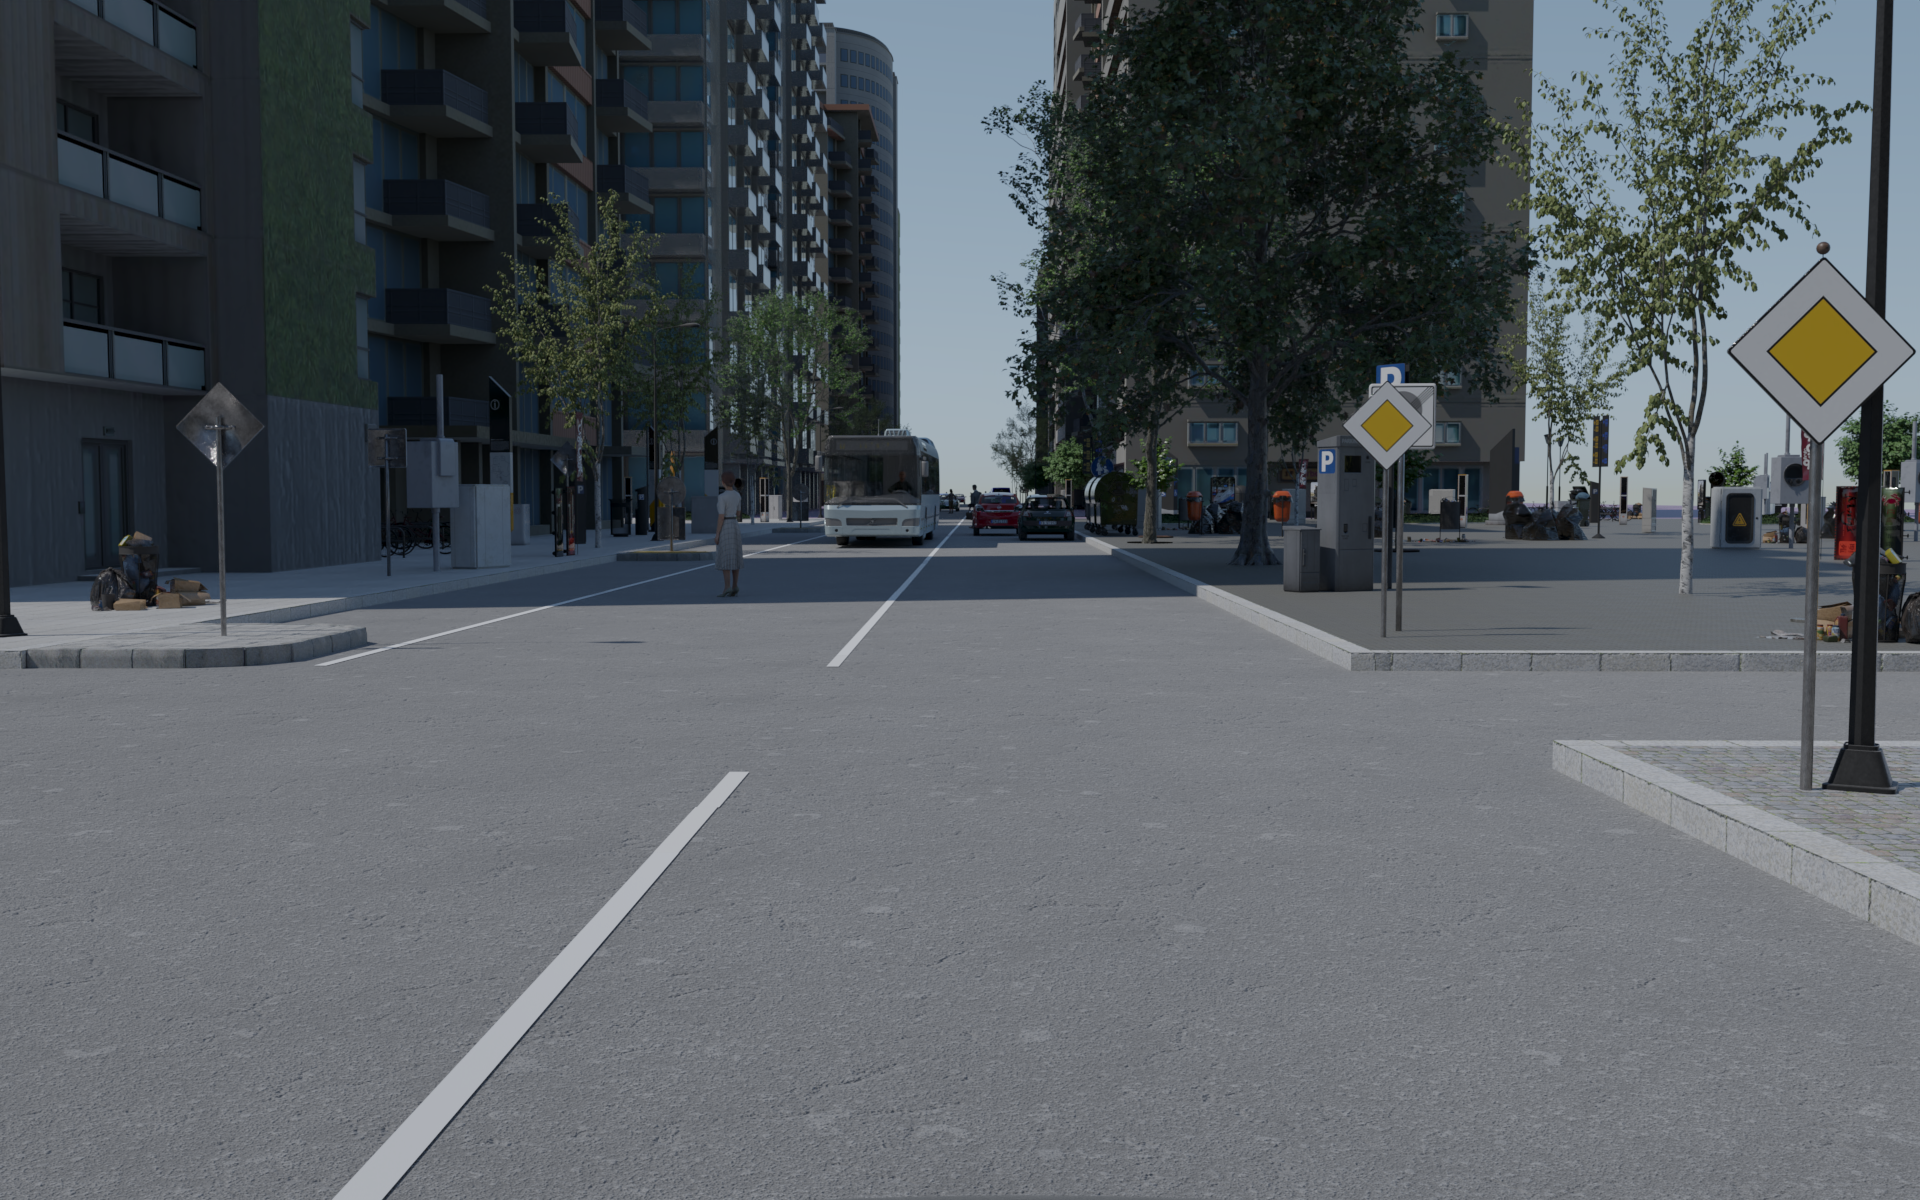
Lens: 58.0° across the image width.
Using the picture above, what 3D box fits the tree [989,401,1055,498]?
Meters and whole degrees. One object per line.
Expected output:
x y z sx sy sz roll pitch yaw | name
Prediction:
6.585 -14.651 173.951 8.767 10.594 7.601 2 4 27 | tree

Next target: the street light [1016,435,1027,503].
5.356 -9.959 135.364 1.470 5.913 1.316 0 4 1 | street light

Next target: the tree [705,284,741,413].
-8.872 -6.279 53.028 4.737 8.622 4.395 0 3 0 | tree

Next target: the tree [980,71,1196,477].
7.126 -13.444 75.701 12.611 20.169 13.585 0 3 0 | tree

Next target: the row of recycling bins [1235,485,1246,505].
13.545 -4.743 84.661 1.069 1.692 3.534 0 4 3 | row of recycling bins

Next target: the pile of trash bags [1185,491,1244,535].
8.149 -2.800 55.528 1.912 1.369 3.447 2 4 33 | pile of trash bags

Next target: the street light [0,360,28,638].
-8.084 -2.624 15.447 1.470 5.913 1.316 0 4 1 | street light

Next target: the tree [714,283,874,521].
-8.187 -9.697 84.300 9.928 11.665 9.643 0 3 0 | tree

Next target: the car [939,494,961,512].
-0.982 -8.044 143.311 2.131 1.459 4.920 0 4 2 | car

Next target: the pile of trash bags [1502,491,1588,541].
16.334 -2.414 49.215 1.912 1.369 3.447 0 4 -6 | pile of trash bags

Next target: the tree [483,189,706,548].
-8.885 -5.550 41.111 4.737 8.622 4.395 0 3 0 | tree

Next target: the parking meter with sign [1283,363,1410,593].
5.093 -1.632 22.947 1.738 3.016 0.543 -2 4 -29 | parking meter with sign

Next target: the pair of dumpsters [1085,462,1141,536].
4.882 -3.218 55.115 1.574 2.255 4.437 0 4 1 | pair of dumpsters

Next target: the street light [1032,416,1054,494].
4.987 -7.983 103.055 1.470 5.913 1.316 0 4 1 | street light

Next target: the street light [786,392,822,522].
-7.229 -6.505 78.892 1.470 5.913 1.316 0 4 1 | street light

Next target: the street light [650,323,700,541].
-7.747 -4.565 47.171 1.470 5.913 1.316 0 4 1 | street light

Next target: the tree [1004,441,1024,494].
7.763 -17.736 240.345 4.360 8.622 3.978 0 3 0 | tree

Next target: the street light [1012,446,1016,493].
5.782 -11.899 167.087 1.470 5.913 1.316 0 4 1 | street light

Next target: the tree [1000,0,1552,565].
5.491 -6.986 31.222 9.611 12.733 9.660 0 3 0 | tree

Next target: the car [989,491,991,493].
4.507 -13.282 225.835 2.281 1.827 5.304 0 4 1 | car

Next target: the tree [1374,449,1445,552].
9.654 -2.689 38.570 1.663 3.219 1.824 0 3 0 | tree

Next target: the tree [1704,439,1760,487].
27.593 -4.089 61.451 1.663 3.219 1.824 0 3 0 | tree

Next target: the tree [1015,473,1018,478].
6.538 -10.255 151.381 4.285 4.588 4.351 0 3 0 | tree

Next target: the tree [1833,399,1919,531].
31.887 -4.659 59.892 4.285 4.588 4.351 0 3 0 | tree

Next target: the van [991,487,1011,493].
3.737 -9.523 160.085 2.240 2.365 5.245 0 4 -1 | van

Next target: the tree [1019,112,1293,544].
5.043 -7.267 44.566 9.928 11.665 9.643 0 3 0 | tree

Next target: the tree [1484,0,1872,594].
9.116 -4.388 22.106 4.737 8.622 4.395 0 3 0 | tree

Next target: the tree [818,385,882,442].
-7.250 -9.773 110.154 4.360 8.622 3.978 0 3 0 | tree

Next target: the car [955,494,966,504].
-0.113 -14.596 247.683 2.155 1.783 4.494 0 4 1 | car

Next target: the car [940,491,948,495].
-1.534 -9.383 163.003 1.945 1.707 3.694 0 4 3 | car

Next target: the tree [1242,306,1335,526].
12.402 -6.939 63.813 4.360 8.622 3.978 0 3 0 | tree

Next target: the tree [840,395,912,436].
-7.588 -13.905 161.754 8.767 10.594 7.601 -1 4 -10 | tree

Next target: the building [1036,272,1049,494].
16.717 -27.543 222.027 14.160 30.474 14.107 0 4 1 | building

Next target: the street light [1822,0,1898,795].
3.392 -2.132 7.403 1.470 5.913 1.316 0 4 1 | street light

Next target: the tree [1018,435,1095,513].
6.302 -6.849 95.701 4.285 4.588 4.351 0 3 0 | tree

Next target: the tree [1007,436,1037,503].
7.229 -15.554 204.663 4.737 8.622 4.395 0 3 0 | tree

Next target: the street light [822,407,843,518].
-6.923 -7.346 92.649 1.470 5.913 1.316 0 4 1 | street light

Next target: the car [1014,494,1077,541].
2.699 -2.735 54.498 2.009 1.686 4.222 0 4 1 | car

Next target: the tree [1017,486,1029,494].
8.205 -13.498 215.287 1.663 3.219 1.824 0 3 0 | tree

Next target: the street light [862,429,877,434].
-6.482 -9.286 124.371 1.470 5.913 1.316 0 4 1 | street light

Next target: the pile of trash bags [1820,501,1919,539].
26.141 -2.408 49.115 1.912 1.369 3.447 -1 4 -23 | pile of trash bags

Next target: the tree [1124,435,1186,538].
5.741 -3.441 50.864 1.663 3.219 1.824 0 3 0 | tree

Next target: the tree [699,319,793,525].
-8.730 -7.454 72.239 4.360 8.622 3.978 0 3 0 | tree

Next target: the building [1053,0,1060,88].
21.165 -48.937 238.372 20.563 71.187 20.611 0 4 1 | building

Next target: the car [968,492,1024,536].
1.344 -3.168 60.834 2.155 1.783 4.494 0 4 0 | car

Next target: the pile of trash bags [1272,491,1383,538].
11.051 -2.567 51.717 3.447 1.369 1.912 1 4 8 | pile of trash bags
